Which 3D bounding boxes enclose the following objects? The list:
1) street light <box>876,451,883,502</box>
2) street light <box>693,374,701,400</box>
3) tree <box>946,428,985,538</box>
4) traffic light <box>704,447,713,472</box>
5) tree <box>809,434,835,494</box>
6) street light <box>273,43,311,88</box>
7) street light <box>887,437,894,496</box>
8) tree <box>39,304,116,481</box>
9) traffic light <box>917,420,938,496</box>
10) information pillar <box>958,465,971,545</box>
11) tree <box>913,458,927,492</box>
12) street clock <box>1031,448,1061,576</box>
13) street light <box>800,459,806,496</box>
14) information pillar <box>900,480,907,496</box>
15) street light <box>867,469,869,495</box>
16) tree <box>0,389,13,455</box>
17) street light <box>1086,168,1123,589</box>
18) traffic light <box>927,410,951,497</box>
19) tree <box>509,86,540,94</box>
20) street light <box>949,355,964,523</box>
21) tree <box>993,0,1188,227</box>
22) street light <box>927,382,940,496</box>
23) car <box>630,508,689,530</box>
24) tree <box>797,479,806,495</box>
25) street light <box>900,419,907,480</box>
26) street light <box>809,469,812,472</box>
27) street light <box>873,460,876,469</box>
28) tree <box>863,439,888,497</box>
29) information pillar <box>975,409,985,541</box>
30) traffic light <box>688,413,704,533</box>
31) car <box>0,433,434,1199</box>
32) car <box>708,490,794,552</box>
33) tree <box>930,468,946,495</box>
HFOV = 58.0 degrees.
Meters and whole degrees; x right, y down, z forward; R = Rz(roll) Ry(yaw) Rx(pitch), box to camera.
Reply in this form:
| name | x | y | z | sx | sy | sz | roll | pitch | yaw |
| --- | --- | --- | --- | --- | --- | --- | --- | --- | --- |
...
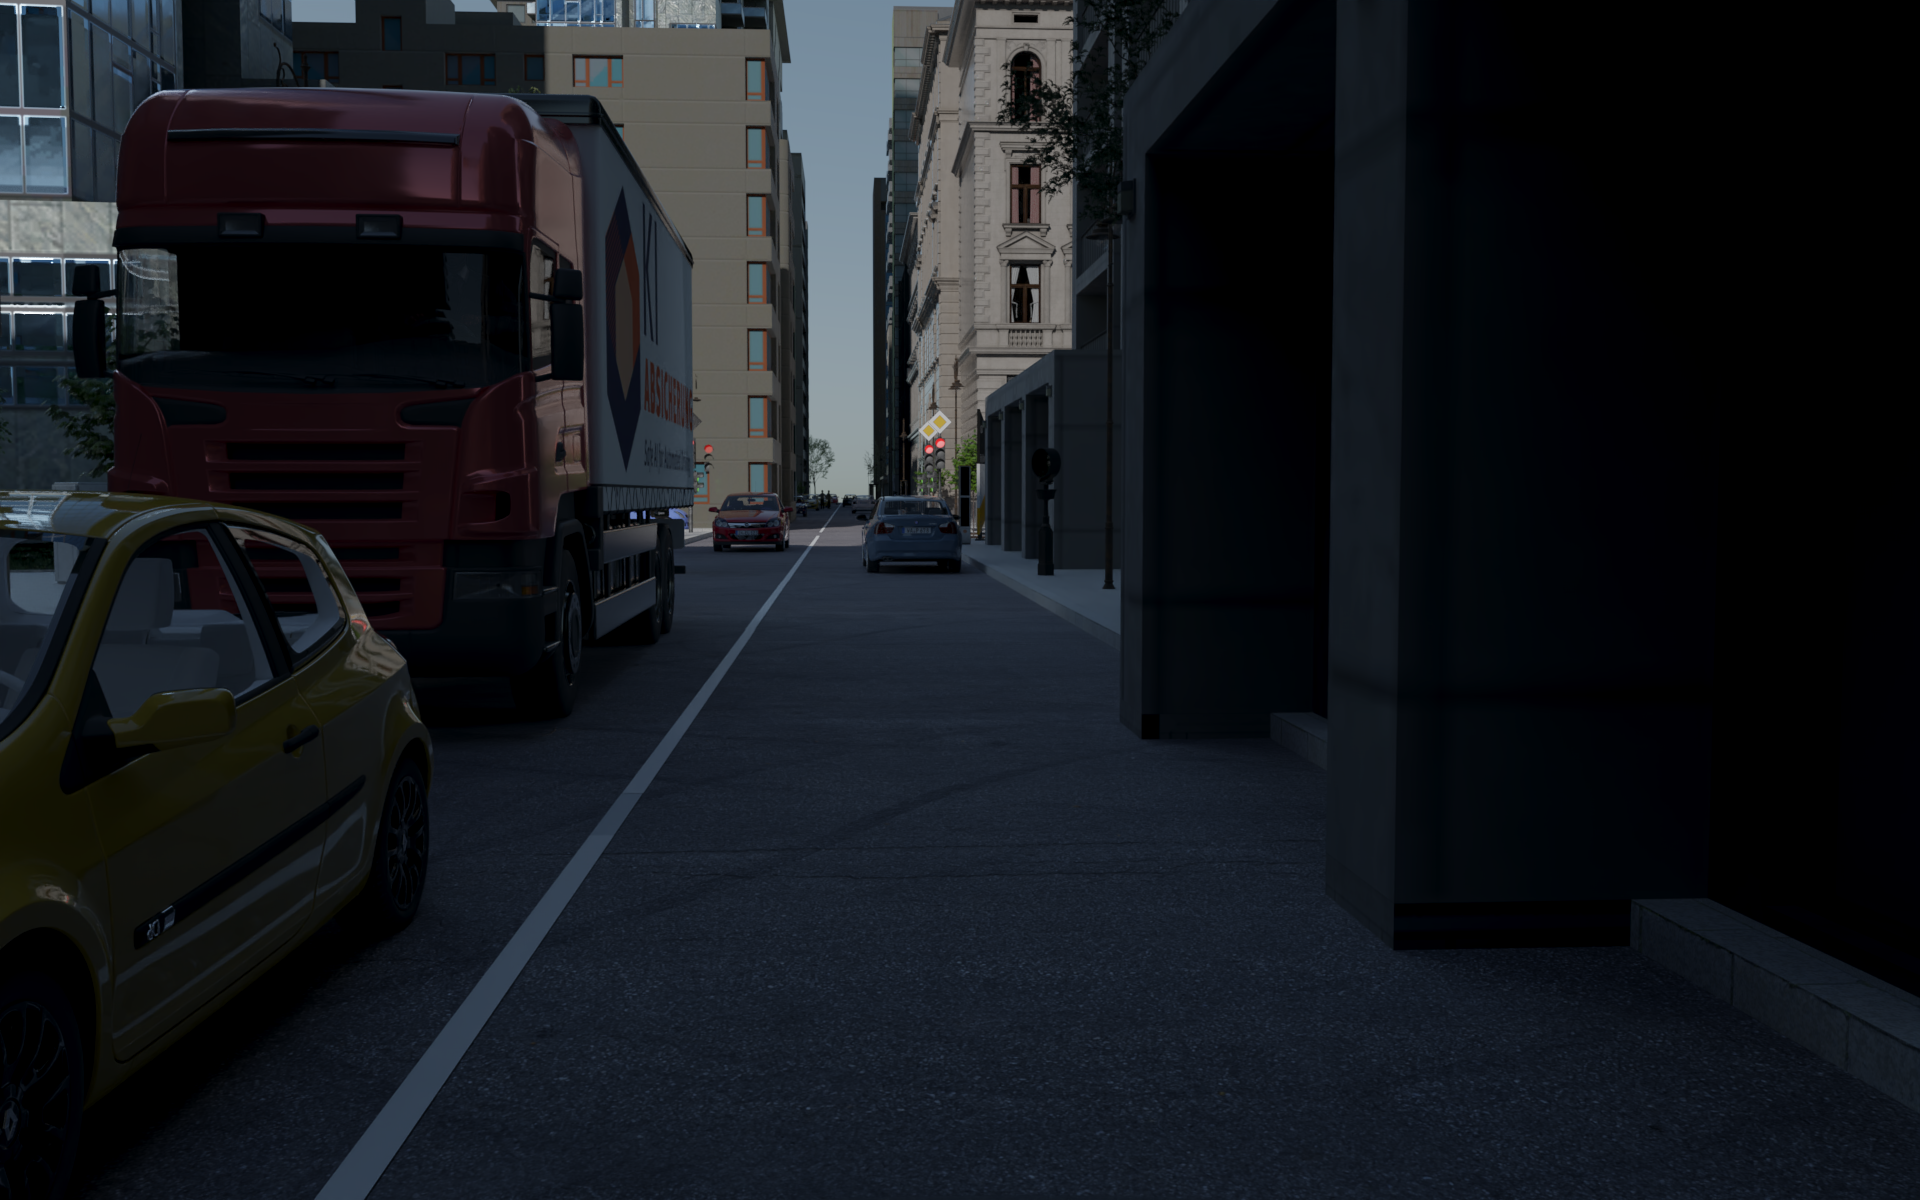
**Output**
| name | x | y | z | sx | sy | sz | roll | pitch | yaw |
| --- | --- | --- | --- | --- | --- | --- | --- | --- | --- |
| street light | -8.317 | -12.819 | 182.377 | 0.468 | 5.910 | 1.993 | 0 | 4 | -4 |
| street light | -9.956 | -5.697 | 65.940 | 0.468 | 5.910 | 1.993 | 0 | 4 | -4 |
| tree | 0.531 | -3.438 | 50.809 | 1.663 | 3.219 | 1.824 | 0 | 3 | 0 |
| traffic light | -9.454 | -4.683 | 65.489 | 0.839 | 4.253 | 0.868 | 0 | 4 | -4 |
| tree | -25.286 | -22.899 | 300.150 | 9.928 | 11.665 | 9.643 | 0 | 3 | 0 |
| street light | -6.880 | -2.788 | 18.378 | 0.468 | 5.910 | 1.993 | 0 | 4 | -4 |
| street light | -6.016 | -10.695 | 147.652 | 0.468 | 5.910 | 1.993 | 0 | 4 | -4 |
| tree | -7.175 | -1.262 | 15.230 | 1.663 | 3.219 | 1.824 | 0 | 3 | 0 |
| traffic light | -1.211 | -4.716 | 66.034 | 0.839 | 4.253 | 0.868 | 0 | 4 | -4 |
| information pillar | 0.117 | -2.417 | 44.012 | 0.304 | 2.012 | 0.304 | 0 | 4 | -4 |
| tree | -1.349 | -5.084 | 77.720 | 1.663 | 3.219 | 1.824 | 0 | 3 | 0 |
| street clock | 1.353 | -1.387 | 27.250 | 0.358 | 2.002 | 0.471 | -3 | 4 | -37 |
| street light | -20.273 | -15.483 | 225.938 | 0.468 | 5.910 | 1.993 | 0 | 4 | -4 |
| information pillar | -3.011 | -5.403 | 92.824 | 0.304 | 2.012 | 0.304 | 1 | 4 | 9 |
| street light | -13.676 | -17.920 | 265.784 | 0.468 | 5.910 | 1.993 | 0 | 4 | -4 |
| tree | -20.039 | -3.015 | 33.011 | 4.285 | 4.588 | 4.351 | 0 | 3 | 0 |
| street light | 2.012 | -3.086 | 23.241 | 0.468 | 5.910 | 1.993 | 0 | 4 | -4 |
| traffic light | -0.696 | -4.229 | 58.066 | 0.839 | 4.253 | 0.868 | 0 | 4 | -4 |
| tree | -8.321 | -4.917 | 30.764 | 4.737 | 8.622 | 4.395 | 0 | 3 | 0 |
| street light | -0.133 | -5.196 | 57.737 | 0.468 | 5.910 | 1.993 | 0 | 4 | -4 |
| tree | 3.823 | -4.925 | 14.933 | 7.601 | 10.594 | 8.767 | 0 | 3 | 0 |
| street light | -1.103 | -6.047 | 71.654 | 0.468 | 5.910 | 1.993 | 0 | 4 | -4 |
| car | -11.460 | -3.184 | 61.646 | 3.694 | 1.707 | 1.945 | 0 | 4 | -2 |
| tree | -19.843 | -13.541 | 215.997 | 1.663 | 3.219 | 1.824 | 0 | 3 | 0 |
| street light | -3.449 | -8.159 | 106.179 | 0.468 | 5.910 | 1.993 | 0 | 4 | -4 |
| street light | -22.525 | -17.582 | 260.248 | 0.468 | 5.910 | 1.993 | 0 | 4 | -4 |
| street light | -10.462 | -14.926 | 216.833 | 0.468 | 5.910 | 1.993 | 0 | 4 | -4 |
| tree | -10.500 | -16.898 | 226.637 | 4.360 | 8.622 | 3.978 | 0 | 3 | 0 |
| information pillar | 0.578 | -3.447 | 47.706 | 0.183 | 3.616 | 0.504 | 1 | 4 | 20 |
| traffic light | -8.940 | -4.196 | 57.520 | 0.839 | 4.253 | 0.868 | 0 | 4 | -4 |
| car | -2.599 | 0.363 | 4.284 | 2.015 | 1.641 | 3.980 | 0 | 4 | -2 |
| car | -5.345 | -2.172 | 44.558 | 2.155 | 1.783 | 4.494 | 0 | 4 | -3 |
| tree | 0.177 | -3.683 | 54.825 | 1.663 | 3.219 | 1.824 | 0 | 3 | 0 |
